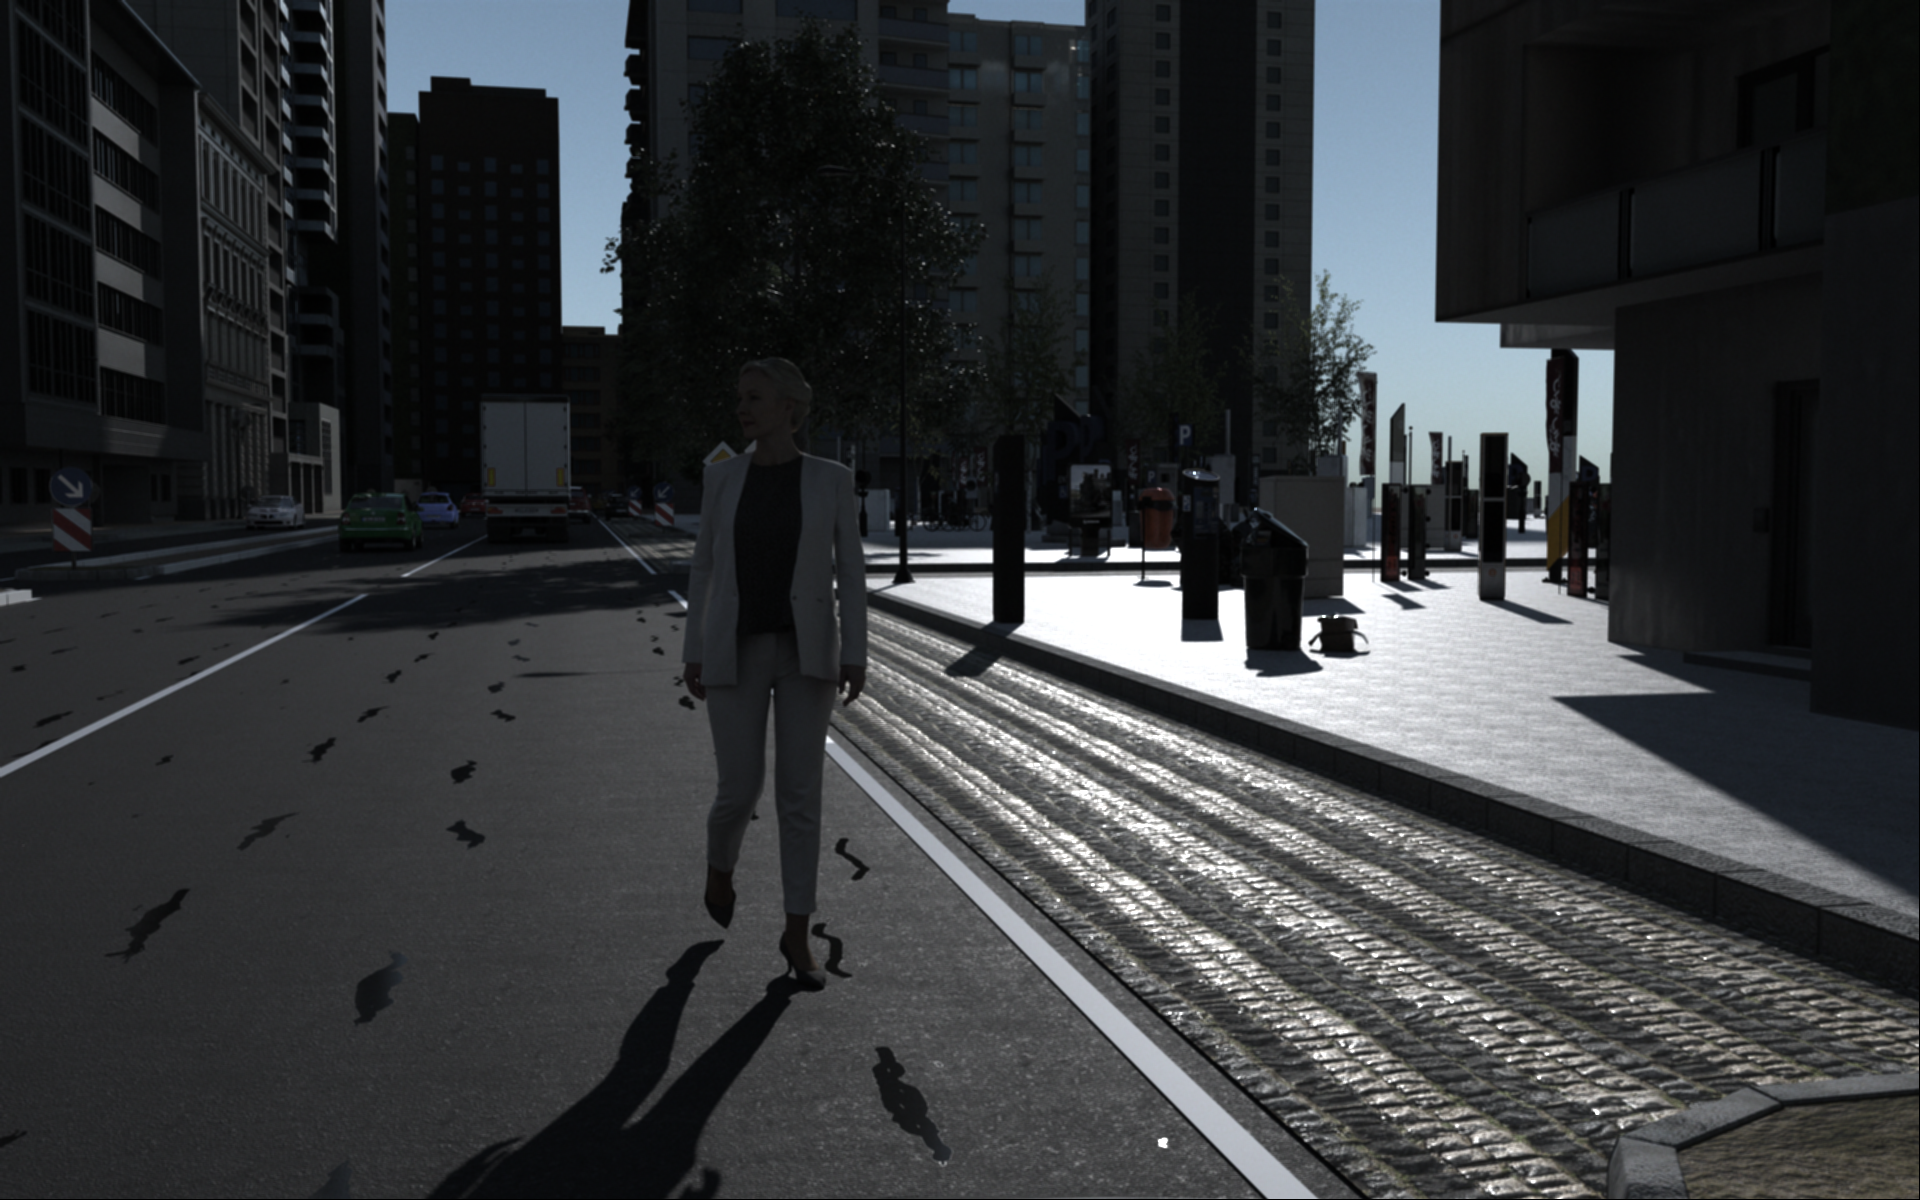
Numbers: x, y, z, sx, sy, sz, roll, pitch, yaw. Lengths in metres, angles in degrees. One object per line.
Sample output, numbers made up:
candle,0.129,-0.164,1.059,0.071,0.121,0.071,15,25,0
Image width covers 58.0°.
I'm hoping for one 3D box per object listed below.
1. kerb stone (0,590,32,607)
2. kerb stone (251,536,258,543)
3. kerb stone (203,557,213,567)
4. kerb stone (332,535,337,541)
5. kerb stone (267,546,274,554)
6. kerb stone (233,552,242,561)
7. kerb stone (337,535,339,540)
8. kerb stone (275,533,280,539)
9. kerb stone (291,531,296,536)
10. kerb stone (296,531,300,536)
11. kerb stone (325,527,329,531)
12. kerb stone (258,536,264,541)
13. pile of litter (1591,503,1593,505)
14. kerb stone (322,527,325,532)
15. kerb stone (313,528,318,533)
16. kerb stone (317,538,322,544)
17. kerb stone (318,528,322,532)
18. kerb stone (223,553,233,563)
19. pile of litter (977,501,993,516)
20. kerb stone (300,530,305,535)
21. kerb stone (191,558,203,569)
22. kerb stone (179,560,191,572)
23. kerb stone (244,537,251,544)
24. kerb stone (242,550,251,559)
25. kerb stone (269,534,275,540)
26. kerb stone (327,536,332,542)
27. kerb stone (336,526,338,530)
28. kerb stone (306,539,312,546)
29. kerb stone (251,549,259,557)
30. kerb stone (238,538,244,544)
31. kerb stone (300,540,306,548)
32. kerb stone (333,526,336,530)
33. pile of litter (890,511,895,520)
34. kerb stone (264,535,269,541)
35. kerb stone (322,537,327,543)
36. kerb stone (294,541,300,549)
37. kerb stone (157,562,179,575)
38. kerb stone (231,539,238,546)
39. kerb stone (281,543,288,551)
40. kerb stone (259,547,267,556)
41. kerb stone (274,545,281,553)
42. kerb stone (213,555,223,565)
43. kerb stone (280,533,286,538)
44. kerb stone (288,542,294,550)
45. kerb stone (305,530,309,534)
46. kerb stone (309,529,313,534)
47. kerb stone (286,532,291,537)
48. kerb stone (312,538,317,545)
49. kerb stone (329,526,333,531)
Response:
kerb stone,-12.423,-0.033,22.772,0.120,0.150,1.000,-1,4,-13
kerb stone,-20.869,-1.756,50.899,0.120,0.150,1.000,-1,4,-13
kerb stone,-15.011,-0.736,34.303,0.120,0.150,1.000,-1,4,-13
kerb stone,-19.051,-1.845,52.353,0.120,0.150,1.000,-1,4,-13
kerb stone,-16.578,-1.170,41.322,0.120,0.150,1.000,-1,4,-13
kerb stone,-15.688,-0.924,37.304,0.120,0.150,1.000,-1,4,-13
kerb stone,-19.267,-1.905,53.355,0.120,0.150,1.000,-1,4,-13
kerb stone,-21.775,-2.001,54.906,0.120,0.150,1.000,-1,4,-13
kerb stone,-22.443,-2.184,57.903,0.120,0.150,1.000,-1,4,-13
kerb stone,-22.667,-2.244,58.901,0.120,0.150,1.000,-1,4,-13
kerb stone,-24.237,-2.674,65.913,0.120,0.150,1.000,-1,4,-13
kerb stone,-21.096,-1.817,51.897,0.120,0.150,1.000,-1,4,-13
pile of litter,41.993,-6.140,114.357,1.176,0.858,1.719,-3,5,-42
kerb stone,-24.018,-2.610,64.910,0.120,0.150,1.000,-1,4,-13
kerb stone,-23.561,-2.490,62.915,0.120,0.150,1.000,-1,4,-13
kerb stone,-18.371,-1.660,49.342,0.120,0.150,1.000,-1,4,-13
kerb stone,-23.785,-2.544,63.913,0.120,0.150,1.000,-1,4,-13
kerb stone,-15.451,-0.862,36.300,0.120,0.150,1.000,-1,4,-13
pile of litter,1.690,-5.380,101.921,1.719,0.858,1.176,-2,4,-30
kerb stone,-22.884,-2.305,59.901,0.120,0.150,1.000,-1,4,-13
kerb stone,-14.786,-0.680,33.306,0.120,0.150,1.000,-1,4,-13
kerb stone,-14.559,-0.618,32.306,0.120,0.150,1.000,-1,4,-13
kerb stone,-20.651,-1.690,49.901,0.120,0.150,1.000,-1,4,-13
kerb stone,-15.904,-0.983,38.313,0.120,0.150,1.000,-1,4,-13
kerb stone,-21.541,-1.933,53.894,0.120,0.150,1.000,-1,4,-13
kerb stone,-18.826,-1.776,51.356,0.120,0.150,1.000,-1,4,-13
kerb stone,-24.897,-2.857,68.911,0.120,0.150,1.000,-1,4,-13
kerb stone,-17.925,-1.538,47.335,0.120,0.150,1.000,-1,4,-13
kerb stone,-16.122,-1.047,39.311,0.120,0.150,1.000,-1,4,-13
kerb stone,-20.435,-1.633,48.901,0.120,0.150,1.000,-1,4,-13
kerb stone,-17.699,-1.476,46.326,0.120,0.150,1.000,-1,4,-13
kerb stone,-24.688,-2.796,67.910,0.120,0.150,1.000,-1,4,-13
pile of litter,-3.827,-4.324,84.666,1.719,0.858,1.176,0,4,4
kerb stone,-21.320,-1.878,52.895,0.120,0.150,1.000,-1,4,-13
kerb stone,-18.597,-1.722,50.348,0.120,0.150,1.000,-1,4,-13
kerb stone,-17.479,-1.415,45.328,0.120,0.150,1.000,-1,4,-13
kerb stone,-14.329,-0.557,31.297,0.120,0.150,1.000,-1,4,-13
kerb stone,-20.197,-1.566,47.894,0.120,0.150,1.000,-1,4,-13
kerb stone,-17.020,-1.292,43.325,0.120,0.150,1.000,-1,4,-13
kerb stone,-16.351,-1.108,40.308,0.120,0.150,1.000,-1,4,-13
kerb stone,-16.805,-1.229,42.325,0.120,0.150,1.000,-1,4,-13
kerb stone,-15.237,-0.799,35.300,0.120,0.150,1.000,-1,4,-13
kerb stone,-21.989,-2.062,55.905,0.120,0.150,1.000,-1,4,-13
kerb stone,-17.253,-1.353,44.320,0.120,0.150,1.000,-1,4,-13
kerb stone,-23.110,-2.360,60.907,0.120,0.150,1.000,-1,4,-13
kerb stone,-23.343,-2.422,61.904,0.120,0.150,1.000,-1,4,-13
kerb stone,-22.218,-2.123,56.902,0.120,0.150,1.000,-1,4,-13
kerb stone,-18.149,-1.599,48.341,0.120,0.150,1.000,-1,4,-13
kerb stone,-24.457,-2.731,66.914,0.120,0.150,1.000,-1,4,-13
